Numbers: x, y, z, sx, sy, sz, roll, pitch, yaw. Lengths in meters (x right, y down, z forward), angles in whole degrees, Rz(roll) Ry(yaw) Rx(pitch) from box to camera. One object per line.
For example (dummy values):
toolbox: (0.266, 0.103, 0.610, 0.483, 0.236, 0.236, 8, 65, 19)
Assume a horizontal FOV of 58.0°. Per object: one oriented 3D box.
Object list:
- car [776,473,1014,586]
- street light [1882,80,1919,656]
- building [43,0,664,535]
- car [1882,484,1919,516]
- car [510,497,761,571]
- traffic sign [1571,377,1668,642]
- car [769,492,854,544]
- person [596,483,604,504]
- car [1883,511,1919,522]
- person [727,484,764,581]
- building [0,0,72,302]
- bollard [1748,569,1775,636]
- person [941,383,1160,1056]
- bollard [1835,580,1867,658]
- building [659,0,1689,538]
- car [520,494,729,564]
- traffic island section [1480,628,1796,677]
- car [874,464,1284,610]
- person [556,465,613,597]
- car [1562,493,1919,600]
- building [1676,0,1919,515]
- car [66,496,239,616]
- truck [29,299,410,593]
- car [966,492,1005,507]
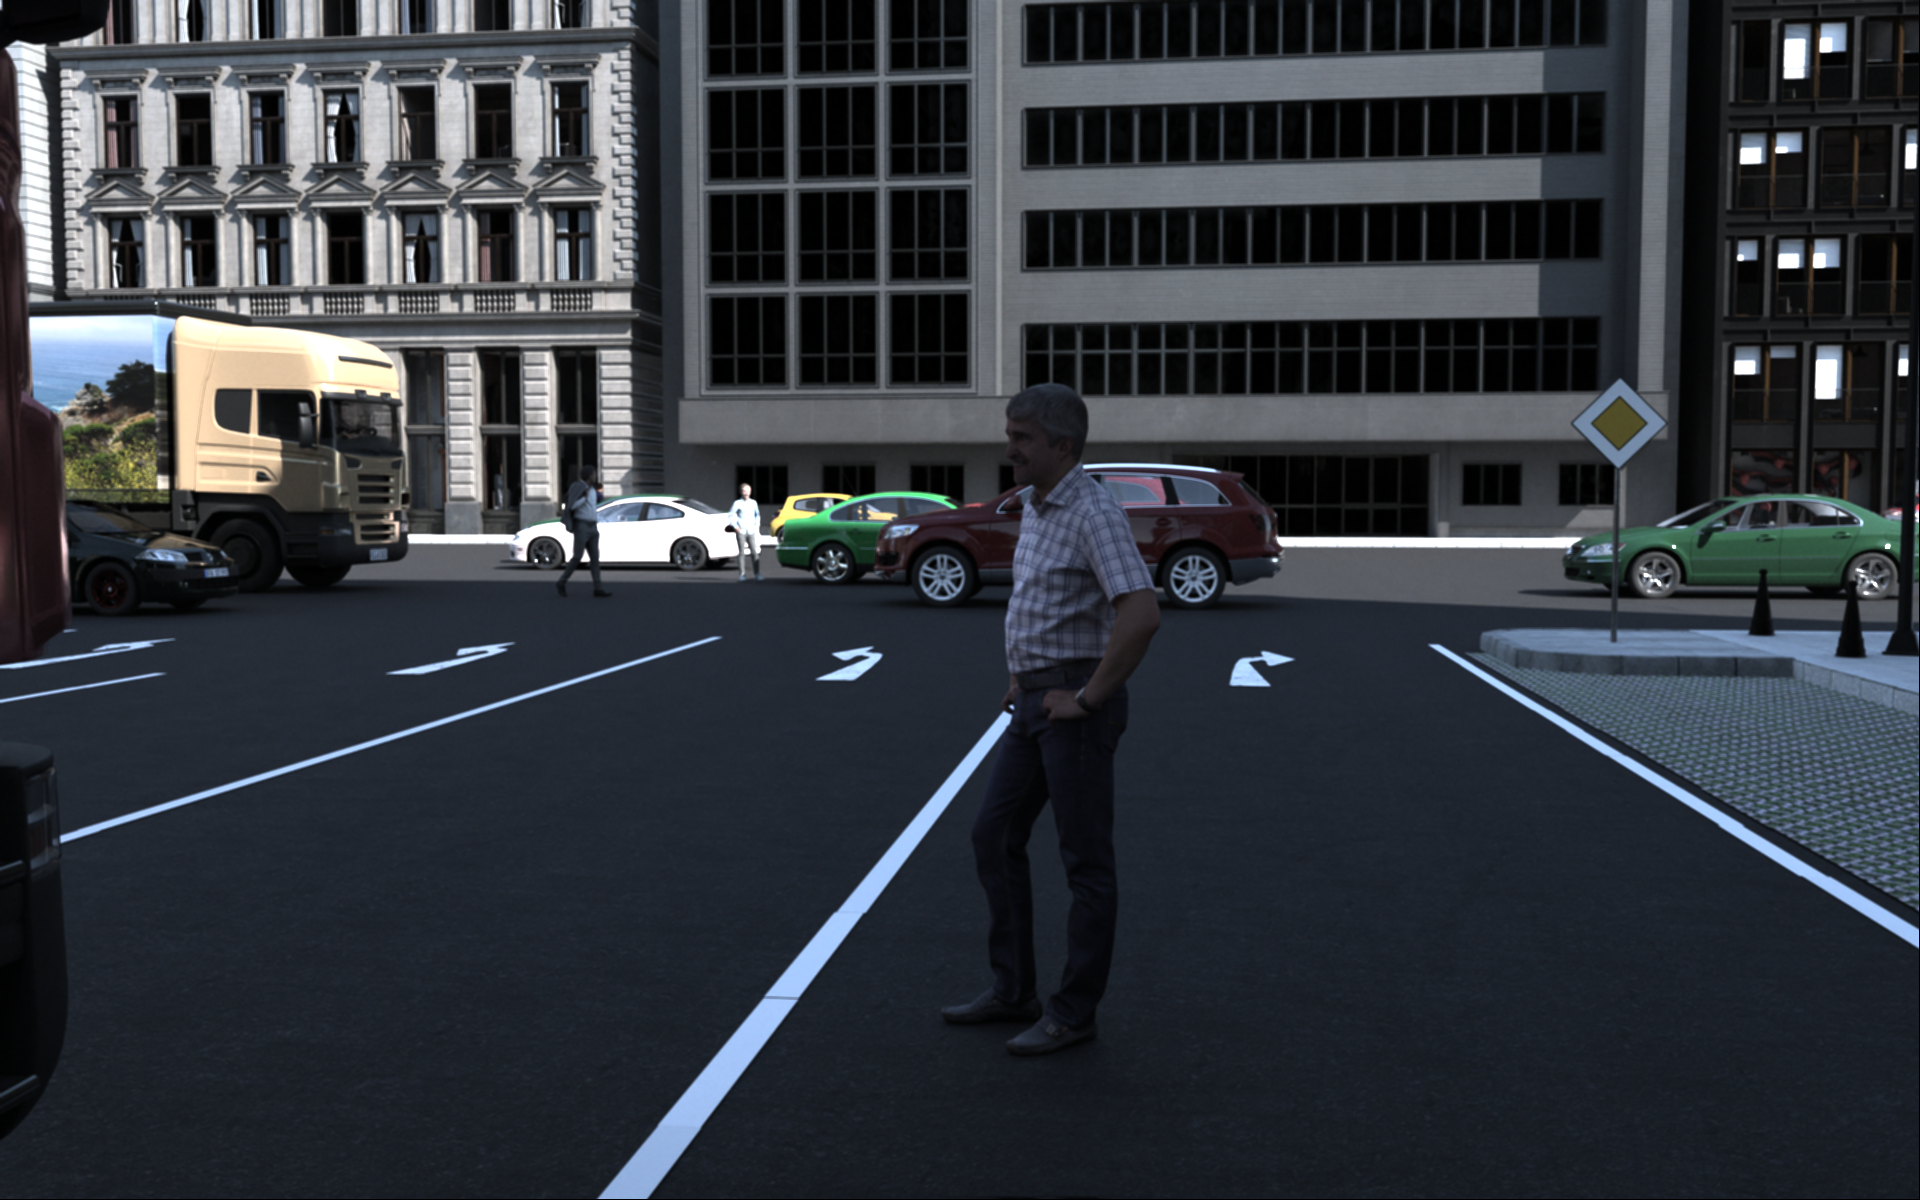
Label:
car: (-0.572, -1.167, 27.879, 4.718, 1.807, 1.959, 0, 4, 6)
street light: (7.026, -2.522, 13.768, 1.470, 5.913, 1.316, 0, 4, 7)
building: (-18.545, -14.039, 58.412, 19.941, 23.489, 11.050, 0, 4, 7)
car: (23.224, -1.839, 39.102, 4.494, 1.783, 2.155, 1, 4, 9)
car: (-6.234, -1.277, 33.248, 4.827, 1.381, 2.083, 1, 4, 8)
traffic sign: (5.658, -0.691, 14.936, 0.795, 2.450, 0.064, 0, 4, 7)
car: (-3.125, -2.237, 46.796, 3.980, 1.641, 2.015, 0, 4, 7)
person: (-9.896, -2.357, 47.734, 0.576, 1.737, 0.504, 2, 4, 34)
car: (19.788, -1.214, 32.212, 4.827, 1.381, 2.083, 0, 4, 8)
person: (-3.533, -1.115, 28.547, 0.589, 1.601, 0.330, -1, 4, -19)
building: (-43.218, -17.362, 61.359, 29.804, 29.767, 11.434, 0, 4, 7)
bollard: (7.302, 0.017, 15.757, 0.229, 0.601, 0.229, 0, 3, 0)
person: (0.212, 0.305, 4.459, 0.436, 1.711, 0.756, -1, 4, -12)
bollard: (7.035, 0.146, 13.661, 0.229, 0.601, 0.229, 0, 3, 0)
building: (6.372, -14.499, 56.131, 30.058, 24.678, 14.314, 0, 4, 7)
car: (-6.917, -1.508, 36.453, 4.920, 1.459, 2.131, 0, 4, 6)
traffic island section: (5.683, 0.445, 15.010, 2.009, 0.180, 2.903, 0, 4, 7)
car: (1.523, -0.848, 22.540, 5.304, 1.827, 2.281, 0, 4, 7)
person: (-5.272, -0.952, 24.164, 0.850, 1.850, 0.679, 1, 4, 19)
car: (11.030, -0.766, 24.325, 4.920, 1.459, 2.131, 0, 4, 7)
building: (29.495, -13.635, 52.617, 15.834, 23.373, 12.332, 0, 4, 7)
car: (-11.049, -0.699, 21.210, 4.222, 1.686, 2.009, 0, 4, 7)
truck: (-13.556, -2.301, 26.534, 11.283, 4.237, 2.839, 1, 4, 9)
car: (1.740, -1.427, 32.003, 5.304, 1.827, 2.281, 0, 4, 7)
